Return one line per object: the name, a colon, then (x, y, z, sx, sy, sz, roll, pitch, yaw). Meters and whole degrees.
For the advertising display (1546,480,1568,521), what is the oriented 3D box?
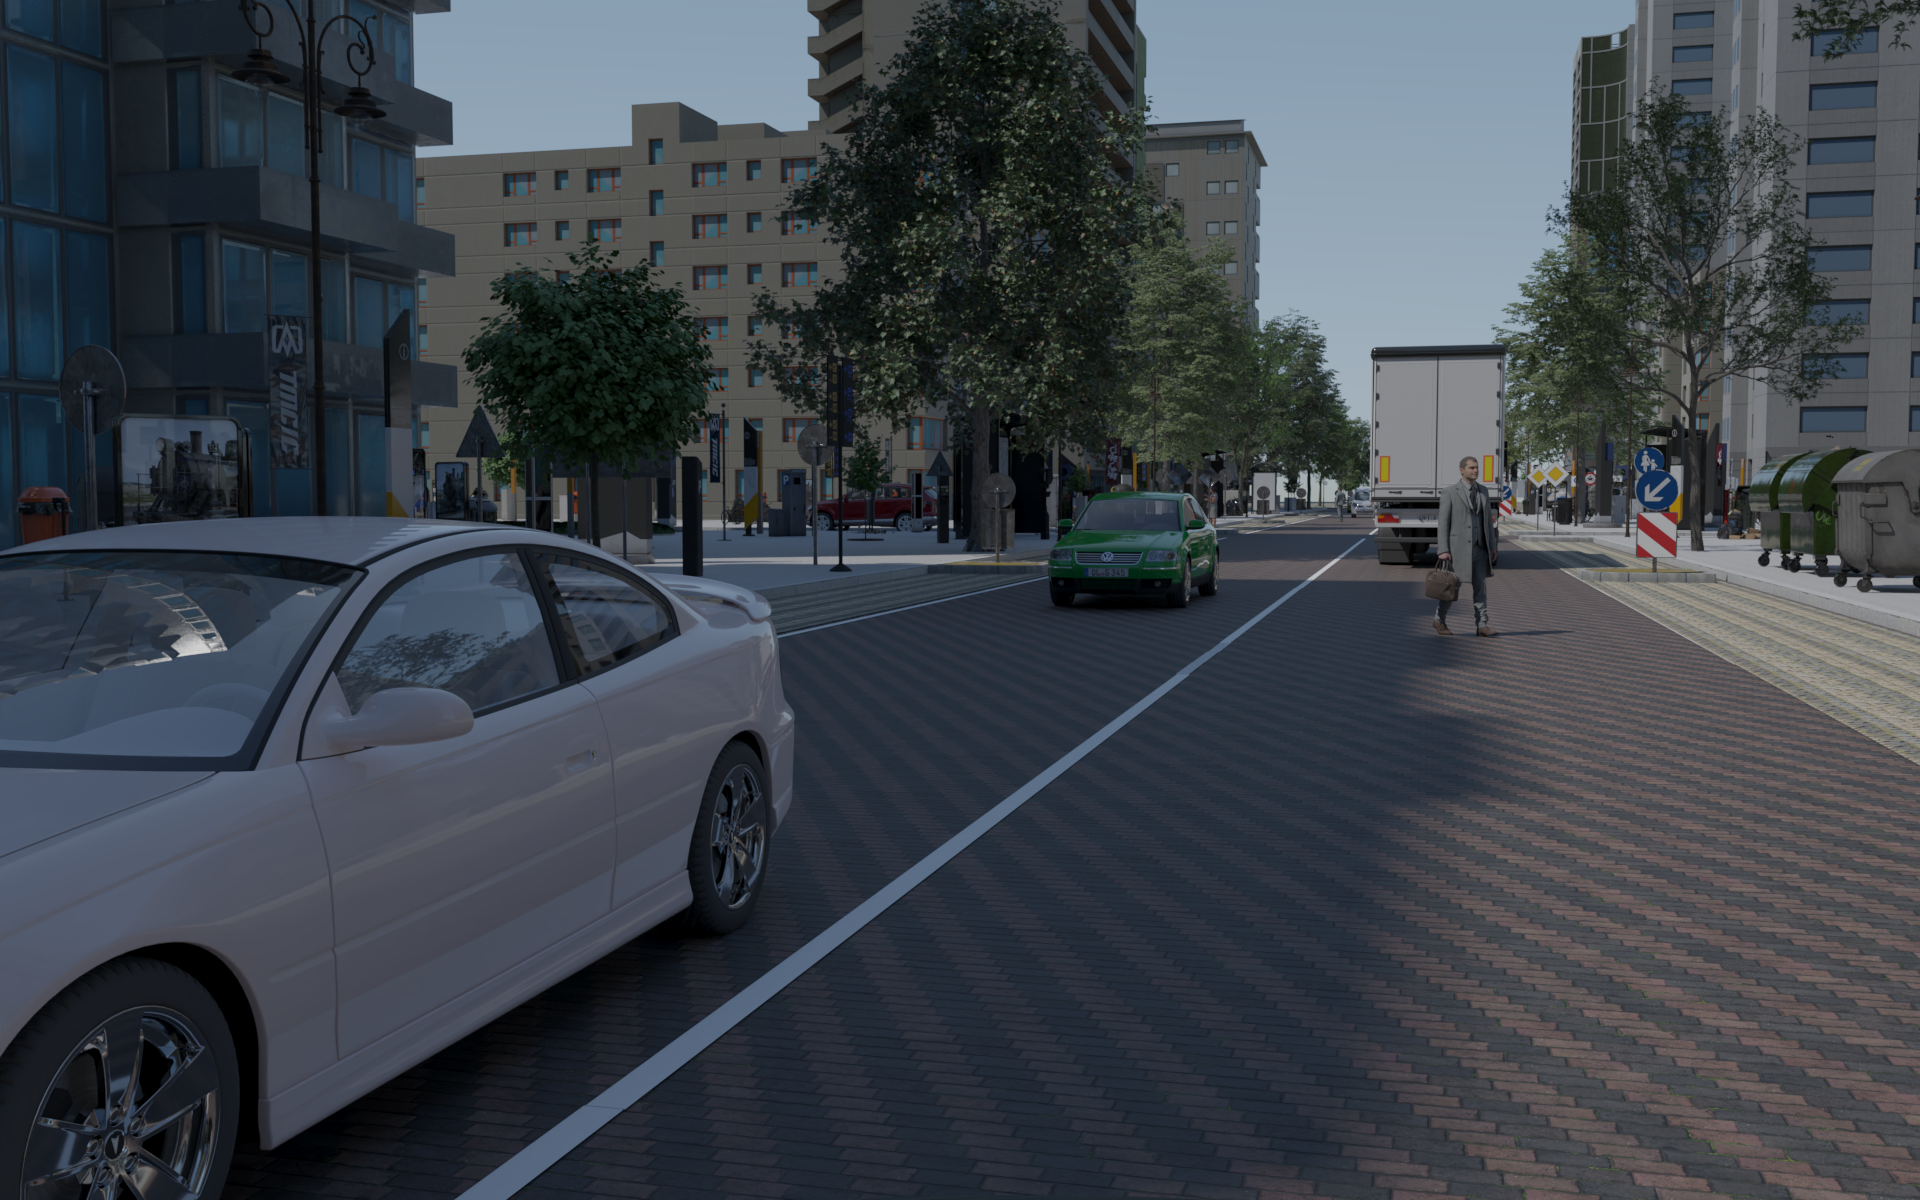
advertising display: (28.157, -4.681, 81.741, 0.974, 1.923, 0.123, 3, 5, 40)

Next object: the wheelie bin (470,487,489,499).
wheelie bin: (-22.559, -4.492, 81.357, 0.693, 1.594, 0.980, 1, 4, 14)

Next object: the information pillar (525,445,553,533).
information pillar: (-5.977, -1.230, 24.607, 0.304, 2.012, 0.304, -2, 4, -35)

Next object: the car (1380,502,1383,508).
car: (38.019, -8.963, 156.770, 2.015, 1.641, 3.980, 1, 4, 17)

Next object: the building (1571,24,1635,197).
building: (103.696, -50.793, 268.713, 20.563, 71.187, 20.611, 1, 4, 15)

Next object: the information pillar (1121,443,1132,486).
information pillar: (7.152, -5.085, 74.502, 0.504, 3.616, 0.183, -2, 4, -23)

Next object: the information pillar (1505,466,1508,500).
information pillar: (39.161, -8.114, 124.013, 0.183, 3.616, 0.504, 3, 4, 38)

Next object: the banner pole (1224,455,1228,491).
banner pole: (17.114, -7.443, 111.715, 0.401, 3.779, 0.863, 3, 4, 37)

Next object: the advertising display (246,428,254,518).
advertising display: (-7.284, -0.714, 16.884, 0.974, 1.923, 0.123, 2, 4, 25)

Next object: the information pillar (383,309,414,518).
information pillar: (-7.038, -1.859, 21.754, 0.183, 3.616, 0.504, 1, 4, 15)

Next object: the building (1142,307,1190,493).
building: (7.087, -19.953, 171.276, 27.650, 21.520, 28.899, 1, 4, 15)

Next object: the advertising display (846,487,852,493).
advertising display: (-4.062, -3.884, 68.712, 0.974, 1.923, 0.123, -2, 4, -35)

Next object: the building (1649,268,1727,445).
building: (73.686, -18.239, 143.246, 27.650, 21.520, 28.899, 1, 4, 15)

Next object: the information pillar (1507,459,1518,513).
information pillar: (37.041, -7.610, 115.780, 0.504, 3.616, 0.183, -2, 4, -25)

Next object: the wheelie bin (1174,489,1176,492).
wheelie bin: (14.038, -6.529, 114.652, 0.980, 1.594, 0.693, -3, 5, -45)

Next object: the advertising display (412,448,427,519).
advertising display: (-7.701, -1.159, 24.158, 0.123, 1.923, 0.974, 0, 4, 7)

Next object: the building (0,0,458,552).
building: (-29.358, -25.690, 39.646, 30.456, 49.044, 23.786, 1, 4, 15)

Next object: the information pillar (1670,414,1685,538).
information pillar: (20.914, -3.620, 50.547, 0.183, 3.616, 0.504, -1, 4, -14)

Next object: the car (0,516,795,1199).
car: (-1.942, 0.475, 4.602, 2.083, 1.381, 4.827, 1, 4, 15)

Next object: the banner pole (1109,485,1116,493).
banner pole: (10.698, -8.050, 121.640, 0.863, 3.779, 0.401, 1, 4, 17)

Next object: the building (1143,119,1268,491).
building: (28.706, -40.430, 250.270, 28.713, 52.752, 27.495, 1, 4, 15)

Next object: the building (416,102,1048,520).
building: (-11.279, -15.583, 99.828, 27.650, 21.520, 28.899, 1, 4, 15)

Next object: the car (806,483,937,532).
car: (-3.059, -3.263, 62.024, 5.304, 1.827, 2.281, 1, 4, 16)

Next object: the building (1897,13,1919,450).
building: (59.728, -34.624, 108.103, 21.231, 58.520, 28.212, 1, 4, 15)

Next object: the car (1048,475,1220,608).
car: (2.418, -0.893, 23.404, 1.959, 1.807, 4.718, 1, 4, 16)

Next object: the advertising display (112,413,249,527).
advertising display: (-6.317, -0.540, 14.047, 0.974, 1.923, 0.123, -3, 5, -42)

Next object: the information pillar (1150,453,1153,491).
information pillar: (10.662, -6.431, 96.502, 0.183, 3.616, 0.504, 0, 4, -1)

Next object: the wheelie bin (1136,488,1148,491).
wheelie bin: (9.964, -5.343, 95.262, 0.980, 1.594, 0.693, 1, 4, 17)

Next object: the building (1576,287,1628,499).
building: (92.816, -28.643, 240.018, 14.160, 30.474, 14.107, 1, 4, 15)

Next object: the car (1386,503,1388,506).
car: (20.074, -3.980, 77.434, 2.083, 1.381, 4.827, 1, 4, 16)

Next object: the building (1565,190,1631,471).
building: (96.663, -36.898, 253.397, 14.600, 45.320, 14.200, 1, 4, 15)

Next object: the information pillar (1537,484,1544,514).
information pillar: (36.691, -6.423, 109.514, 0.304, 2.012, 0.304, 0, 4, 5)

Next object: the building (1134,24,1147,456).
building: (7.811, -28.421, 148.275, 14.154, 41.232, 14.086, 1, 4, 15)

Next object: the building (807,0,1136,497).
building: (0.904, -30.973, 130.105, 21.300, 48.544, 21.600, 1, 4, 15)

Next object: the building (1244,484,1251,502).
building: (32.947, -35.733, 276.120, 32.217, 40.220, 23.993, 1, 4, 15)

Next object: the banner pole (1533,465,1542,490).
banner pole: (43.041, -8.497, 128.944, 0.863, 3.779, 0.401, 3, 5, 42)

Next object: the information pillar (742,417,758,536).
information pillar: (-6.367, -3.746, 52.599, 0.504, 3.616, 0.183, 2, 4, 32)

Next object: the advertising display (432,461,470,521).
advertising display: (-10.124, -1.794, 34.551, 0.974, 1.923, 0.123, 3, 4, 38)

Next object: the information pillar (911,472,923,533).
information pillar: (-1.434, -3.266, 57.895, 0.304, 2.012, 0.304, -1, 4, -21)

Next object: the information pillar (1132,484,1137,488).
information pillar: (12.212, -7.133, 121.119, 0.304, 2.012, 0.304, 0, 4, -8)

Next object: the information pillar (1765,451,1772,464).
information pillar: (43.793, -6.272, 93.898, 0.504, 3.616, 0.183, -3, 4, -36)

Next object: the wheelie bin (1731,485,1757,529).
wheelie bin: (28.556, -3.362, 62.878, 0.980, 1.594, 0.693, 0, 4, -3)

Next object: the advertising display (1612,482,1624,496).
advertising display: (33.730, -5.146, 89.348, 0.974, 1.923, 0.123, -1, 4, -9)

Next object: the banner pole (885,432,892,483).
banner pole: (-2.799, -4.791, 68.351, 0.401, 3.779, 0.863, 1, 4, 19)

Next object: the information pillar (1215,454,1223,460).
information pillar: (14.369, -6.408, 96.119, 0.504, 3.616, 0.183, 3, 4, 36)

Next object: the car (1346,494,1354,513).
car: (30.629, -7.503, 132.900, 2.015, 1.641, 3.980, 1, 4, 15)

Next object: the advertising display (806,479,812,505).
advertising display: (-6.537, -4.183, 73.613, 0.123, 1.923, 0.974, 2, 4, 34)

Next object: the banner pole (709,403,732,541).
banner pole: (-6.604, -3.510, 47.413, 0.401, 3.779, 0.863, 2, 4, 30)

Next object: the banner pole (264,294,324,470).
banner pole: (-8.161, -1.926, 21.511, 0.863, 3.779, 0.401, -3, 5, -40)

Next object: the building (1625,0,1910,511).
building: (77.408, -38.461, 170.844, 21.231, 58.520, 28.212, 1, 4, 15)

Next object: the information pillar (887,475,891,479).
information pillar: (-2.895, -3.833, 67.165, 0.304, 2.012, 0.304, -2, 4, -30)
